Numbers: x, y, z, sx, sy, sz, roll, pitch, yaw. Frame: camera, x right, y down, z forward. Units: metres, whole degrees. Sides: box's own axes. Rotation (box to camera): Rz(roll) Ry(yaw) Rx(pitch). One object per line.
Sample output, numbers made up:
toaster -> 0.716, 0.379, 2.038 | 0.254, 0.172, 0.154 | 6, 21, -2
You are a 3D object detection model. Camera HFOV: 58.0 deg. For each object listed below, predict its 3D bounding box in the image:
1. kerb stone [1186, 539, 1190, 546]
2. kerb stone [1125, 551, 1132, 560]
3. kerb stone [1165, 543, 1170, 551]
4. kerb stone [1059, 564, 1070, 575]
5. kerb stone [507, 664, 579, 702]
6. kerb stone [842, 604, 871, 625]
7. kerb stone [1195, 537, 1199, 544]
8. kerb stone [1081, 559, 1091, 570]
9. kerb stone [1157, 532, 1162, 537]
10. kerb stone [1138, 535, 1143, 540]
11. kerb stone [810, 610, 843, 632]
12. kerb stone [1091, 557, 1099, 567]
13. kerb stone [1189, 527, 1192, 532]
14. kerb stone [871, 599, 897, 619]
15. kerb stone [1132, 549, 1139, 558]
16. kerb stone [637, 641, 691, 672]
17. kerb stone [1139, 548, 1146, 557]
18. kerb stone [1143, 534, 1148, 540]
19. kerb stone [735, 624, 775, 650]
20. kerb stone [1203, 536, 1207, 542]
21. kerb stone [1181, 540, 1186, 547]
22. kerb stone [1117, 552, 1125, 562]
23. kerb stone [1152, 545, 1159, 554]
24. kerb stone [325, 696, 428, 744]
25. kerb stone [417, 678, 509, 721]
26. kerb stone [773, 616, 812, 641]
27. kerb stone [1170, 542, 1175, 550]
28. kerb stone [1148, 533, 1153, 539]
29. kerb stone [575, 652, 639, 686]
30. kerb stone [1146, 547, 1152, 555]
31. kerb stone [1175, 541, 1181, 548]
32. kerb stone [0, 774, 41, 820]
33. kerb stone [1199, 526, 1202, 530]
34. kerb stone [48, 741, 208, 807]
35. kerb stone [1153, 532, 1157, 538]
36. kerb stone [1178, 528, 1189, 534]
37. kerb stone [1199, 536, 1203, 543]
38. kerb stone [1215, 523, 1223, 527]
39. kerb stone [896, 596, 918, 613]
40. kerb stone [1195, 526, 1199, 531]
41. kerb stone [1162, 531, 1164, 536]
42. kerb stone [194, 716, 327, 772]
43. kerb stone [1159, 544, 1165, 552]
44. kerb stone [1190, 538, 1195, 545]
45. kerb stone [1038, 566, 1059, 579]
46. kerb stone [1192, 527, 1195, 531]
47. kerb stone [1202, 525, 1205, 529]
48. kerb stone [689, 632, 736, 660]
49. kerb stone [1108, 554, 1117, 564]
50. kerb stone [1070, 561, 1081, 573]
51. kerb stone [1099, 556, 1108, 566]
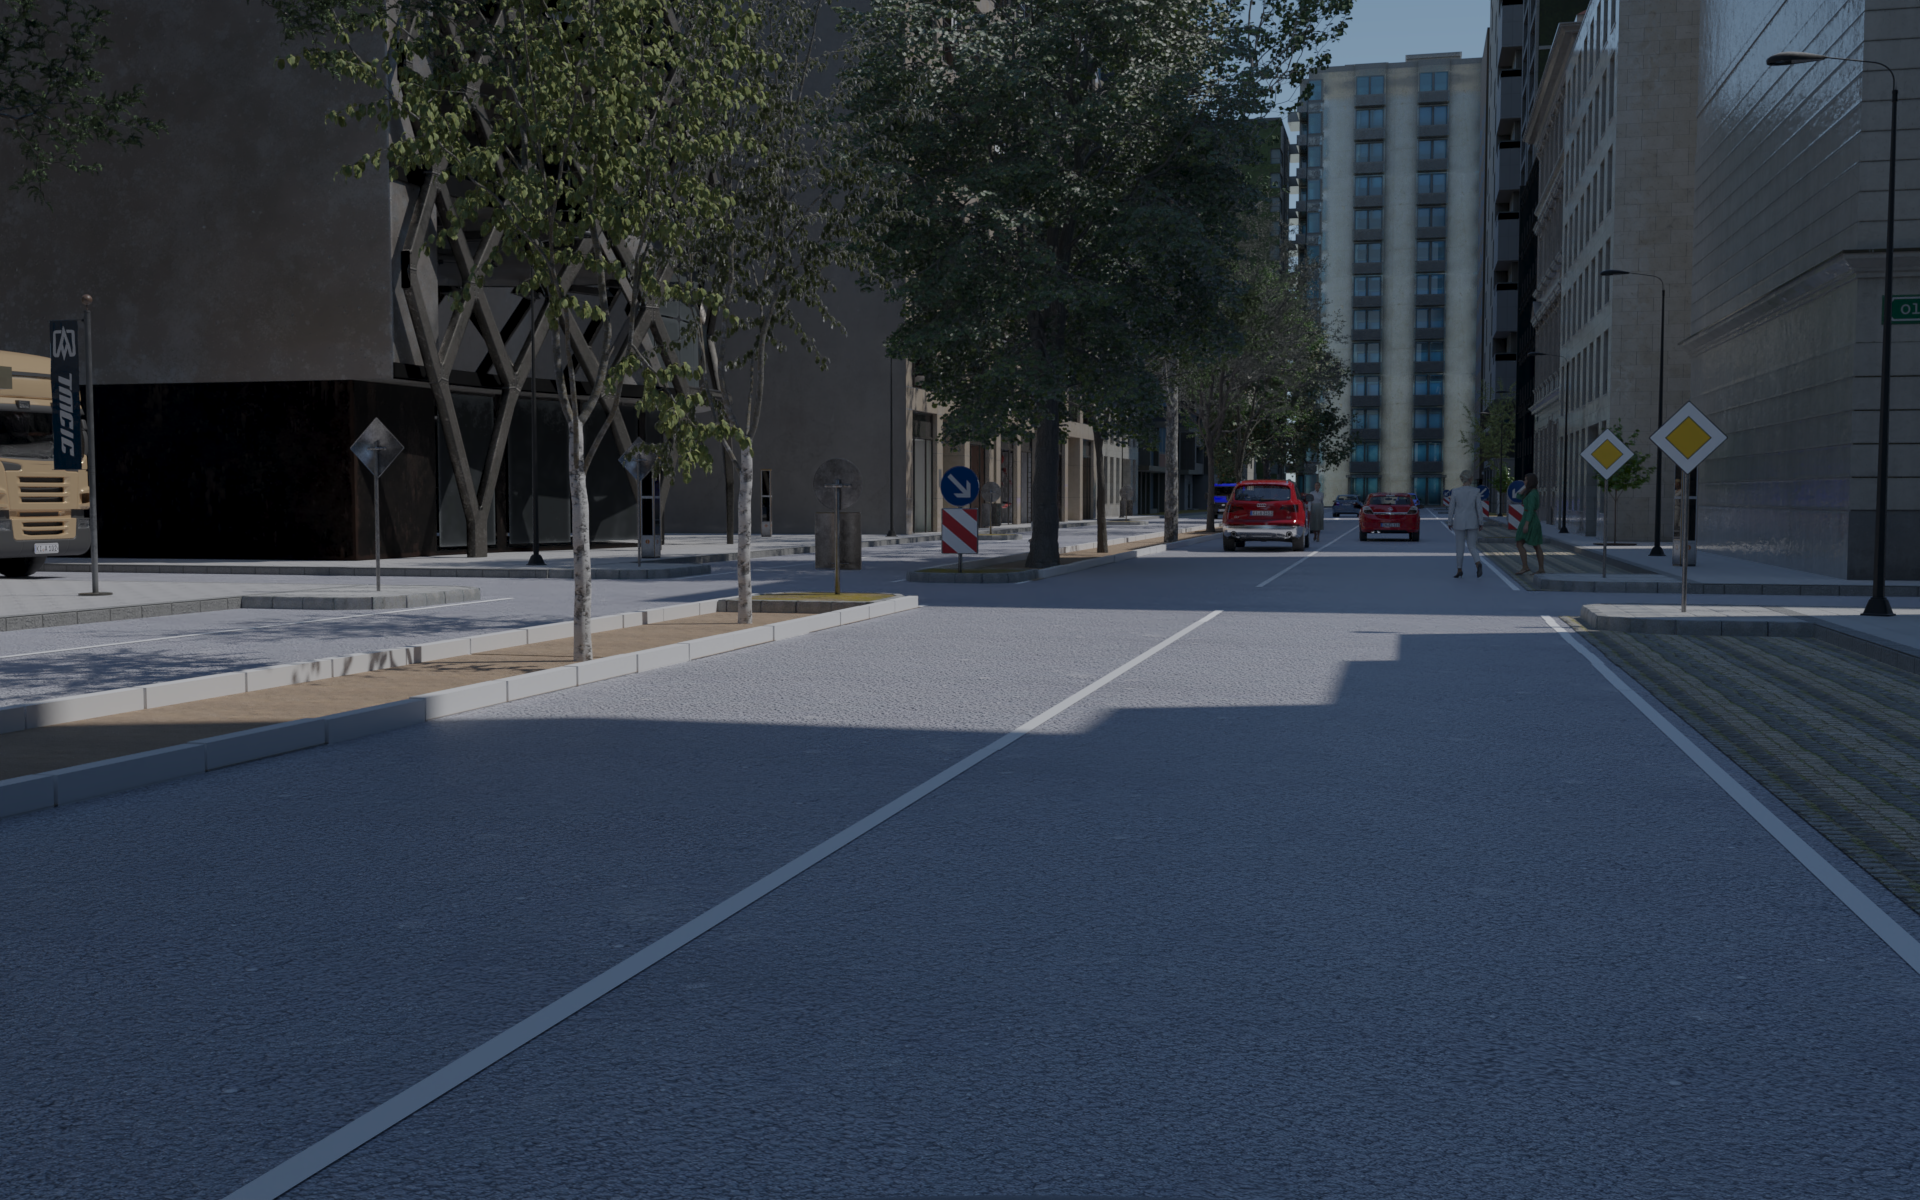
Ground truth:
kerb stone -> 6.140, -1.557, 47.646 | 0.120, 0.150, 1.000 | 1, 4, 15
kerb stone -> 3.559, -0.950, 37.736 | 0.120, 0.150, 1.000 | 1, 4, 15
kerb stone -> 5.111, -1.314, 43.687 | 0.120, 0.150, 1.000 | 1, 4, 15
kerb stone -> 1.755, -0.526, 30.792 | 0.120, 0.150, 1.000 | 1, 4, 15
kerb stone -> -3.036, 0.601, 12.405 | 0.120, 0.150, 1.000 | 1, 4, 15
kerb stone -> -1.227, 0.174, 19.344 | 0.120, 0.150, 1.000 | 1, 4, 15
kerb stone -> 6.656, -1.674, 49.625 | 0.120, 0.150, 1.000 | 1, 4, 15
kerb stone -> 2.277, -0.647, 32.778 | 0.120, 0.150, 1.000 | 1, 4, 15
kerb stone -> 6.434, -2.136, 57.115 | 0.120, 0.150, 1.000 | 1, 4, 15
kerb stone -> 5.410, -1.891, 53.149 | 0.120, 0.150, 1.000 | 1, 4, 15
kerb stone -> -1.488, 0.237, 18.356 | 0.120, 0.150, 1.000 | 1, 4, 15
kerb stone -> 2.519, -0.708, 33.775 | 0.120, 0.150, 1.000 | 1, 4, 15
kerb stone -> 8.513, -2.617, 65.081 | 0.120, 0.150, 1.000 | 1, 4, 15
kerb stone -> -0.968, 0.116, 20.336 | 0.120, 0.150, 1.000 | 1, 4, 15
kerb stone -> 3.817, -1.008, 38.725 | 0.120, 0.150, 1.000 | 1, 4, 15
kerb stone -> -2.513, 0.480, 14.394 | 0.120, 0.150, 1.000 | 1, 4, 15
kerb stone -> 4.076, -1.072, 39.724 | 0.120, 0.150, 1.000 | 1, 4, 15
kerb stone -> 5.663, -1.954, 54.139 | 0.120, 0.150, 1.000 | 1, 4, 15
kerb stone -> -2.005, 0.360, 16.377 | 0.120, 0.150, 1.000 | 1, 4, 15
kerb stone -> 7.175, -1.799, 51.617 | 0.120, 0.150, 1.000 | 1, 4, 15
kerb stone -> 5.886, -1.495, 46.656 | 0.120, 0.150, 1.000 | 1, 4, 15
kerb stone -> 3.313, -0.887, 36.743 | 0.120, 0.150, 1.000 | 1, 4, 15
kerb stone -> 4.593, -1.193, 41.702 | 0.120, 0.150, 1.000 | 1, 4, 15
kerb stone -> -3.546, 0.728, 10.414 | 0.120, 0.150, 1.000 | 1, 4, 15
kerb stone -> -3.295, 0.660, 11.406 | 0.120, 0.150, 1.000 | 1, 4, 15
kerb stone -> -1.738, 0.295, 17.365 | 0.120, 0.150, 1.000 | 1, 4, 15
kerb stone -> 5.364, -1.375, 44.677 | 0.120, 0.150, 1.000 | 1, 4, 15
kerb stone -> 5.926, -2.012, 55.129 | 0.120, 0.150, 1.000 | 1, 4, 15
kerb stone -> -2.776, 0.538, 13.403 | 0.120, 0.150, 1.000 | 1, 4, 15
kerb stone -> 4.332, -1.129, 40.714 | 0.120, 0.150, 1.000 | 1, 4, 15
kerb stone -> 5.630, -1.434, 45.665 | 0.120, 0.150, 1.000 | 1, 4, 15
kerb stone -> -4.324, 0.905, 7.444 | 0.120, 0.150, 1.000 | 1, 4, 15
kerb stone -> 9.279, -2.801, 68.054 | 0.120, 0.150, 1.000 | 1, 4, 15
kerb stone -> -4.065, 0.846, 8.433 | 0.120, 0.150, 1.000 | 1, 4, 15
kerb stone -> 6.184, -2.075, 56.124 | 0.120, 0.150, 1.000 | 1, 4, 15
kerb stone -> 8.248, -2.562, 64.080 | 0.120, 0.150, 1.000 | 1, 4, 15
kerb stone -> 6.911, -1.737, 50.625 | 0.120, 0.150, 1.000 | 1, 4, 15
kerb stone -> 11.345, -3.289, 76.000 | 0.120, 0.150, 1.000 | 1, 4, 15
kerb stone -> -0.713, 0.053, 21.325 | 0.120, 0.150, 1.000 | 1, 4, 15
kerb stone -> 9.025, -2.742, 67.063 | 0.120, 0.150, 1.000 | 1, 4, 15
kerb stone -> 6.697, -2.197, 58.110 | 0.120, 0.150, 1.000 | 1, 4, 15
kerb stone -> -3.813, 0.781, 9.427 | 0.120, 0.150, 1.000 | 1, 4, 15
kerb stone -> 4.855, -1.254, 42.697 | 0.120, 0.150, 1.000 | 1, 4, 15
kerb stone -> 6.405, -1.617, 48.633 | 0.120, 0.150, 1.000 | 1, 4, 15
kerb stone -> 1.495, -0.461, 29.795 | 0.120, 0.150, 1.000 | 1, 4, 15
kerb stone -> 8.766, -2.684, 66.074 | 0.120, 0.150, 1.000 | 1, 4, 15
kerb stone -> 9.544, -2.864, 69.047 | 0.120, 0.150, 1.000 | 1, 4, 15
kerb stone -> -2.254, 0.417, 15.383 | 0.120, 0.150, 1.000 | 1, 4, 15
kerb stone -> 3.039, -0.830, 35.758 | 0.120, 0.150, 1.000 | 1, 4, 15
kerb stone -> 2.018, -0.578, 31.789 | 0.120, 0.150, 1.000 | 1, 4, 15
kerb stone -> 2.785, -0.767, 34.763 | 0.120, 0.150, 1.000 | 1, 4, 15
